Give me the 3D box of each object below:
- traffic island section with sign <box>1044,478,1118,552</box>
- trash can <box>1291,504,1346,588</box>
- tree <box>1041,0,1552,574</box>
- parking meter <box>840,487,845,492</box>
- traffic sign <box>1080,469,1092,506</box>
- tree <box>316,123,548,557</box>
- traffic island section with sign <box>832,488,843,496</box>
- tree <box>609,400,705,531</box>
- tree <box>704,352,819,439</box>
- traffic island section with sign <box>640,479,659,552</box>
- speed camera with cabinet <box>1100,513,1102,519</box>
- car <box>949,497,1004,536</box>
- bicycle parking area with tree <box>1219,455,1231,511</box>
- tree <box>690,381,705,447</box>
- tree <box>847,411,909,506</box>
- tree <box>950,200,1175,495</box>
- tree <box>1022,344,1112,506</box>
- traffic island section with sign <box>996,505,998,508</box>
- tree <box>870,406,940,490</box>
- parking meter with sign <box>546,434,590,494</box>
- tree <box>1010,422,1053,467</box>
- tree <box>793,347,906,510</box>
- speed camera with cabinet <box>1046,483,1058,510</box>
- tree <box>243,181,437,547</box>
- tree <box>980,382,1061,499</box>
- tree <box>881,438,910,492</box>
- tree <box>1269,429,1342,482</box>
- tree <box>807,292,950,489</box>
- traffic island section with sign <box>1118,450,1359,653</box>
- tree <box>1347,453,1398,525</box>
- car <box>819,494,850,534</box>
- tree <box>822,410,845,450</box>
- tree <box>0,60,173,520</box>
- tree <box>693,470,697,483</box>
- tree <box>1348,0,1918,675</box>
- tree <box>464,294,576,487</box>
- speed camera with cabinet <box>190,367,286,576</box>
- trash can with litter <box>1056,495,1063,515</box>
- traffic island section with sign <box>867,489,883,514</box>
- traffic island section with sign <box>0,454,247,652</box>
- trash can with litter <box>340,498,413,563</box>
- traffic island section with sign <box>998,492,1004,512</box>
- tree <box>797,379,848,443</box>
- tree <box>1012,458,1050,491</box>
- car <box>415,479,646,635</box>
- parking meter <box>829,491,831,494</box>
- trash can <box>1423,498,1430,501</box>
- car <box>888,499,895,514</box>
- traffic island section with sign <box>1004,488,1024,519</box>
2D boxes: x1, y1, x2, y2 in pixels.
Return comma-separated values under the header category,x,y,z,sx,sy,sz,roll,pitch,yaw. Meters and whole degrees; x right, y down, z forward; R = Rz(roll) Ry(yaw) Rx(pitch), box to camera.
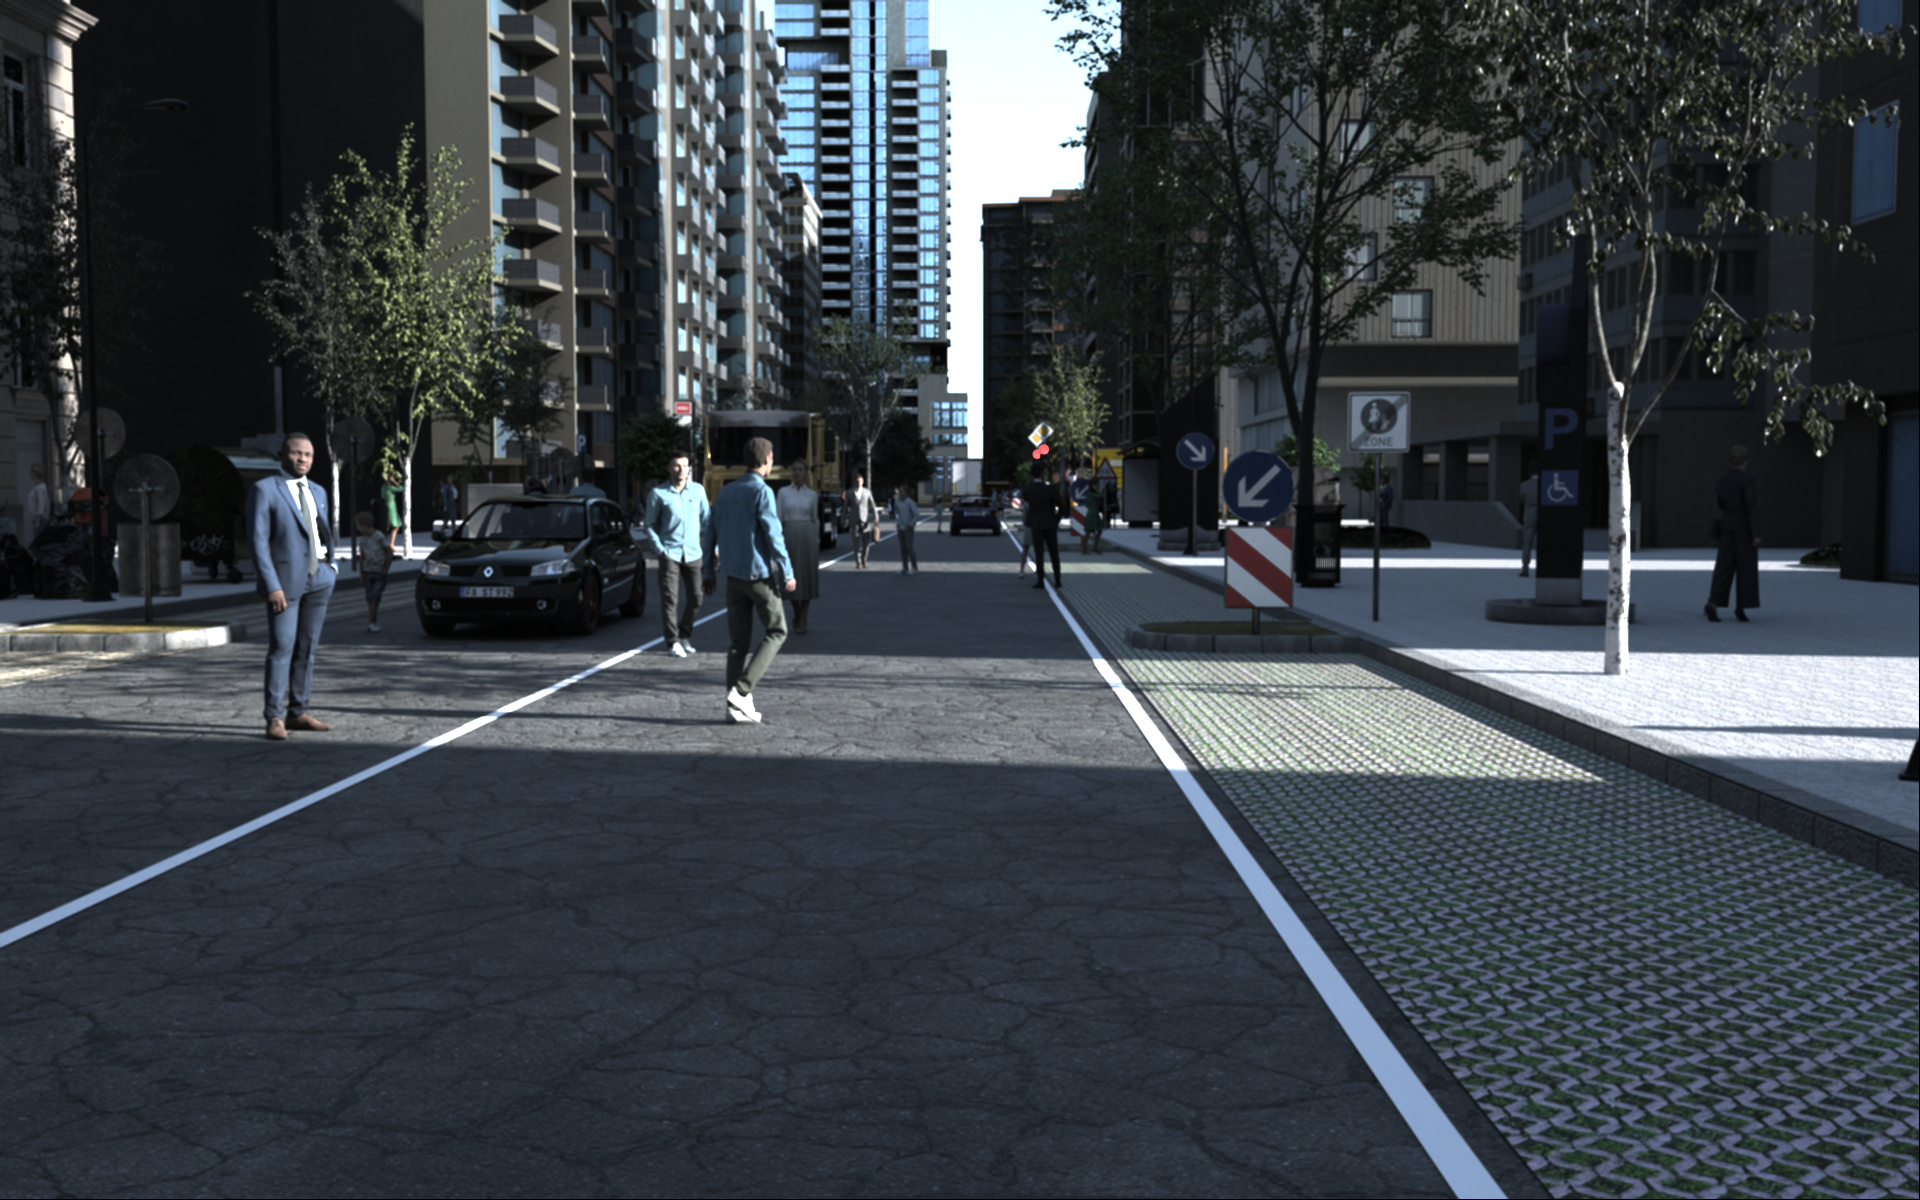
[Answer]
category,x,y,z,sx,sy,sz,roll,pitch,yaw
traffic island section with sign,2.930,-2.126,43.387,1.989,1.847,2.006,0,4,1
trash can,4.936,-0.747,23.862,0.748,1.137,0.748,0,3,0
tree,5.511,-6.262,28.146,9.928,11.665,9.643,0,3,0
parking meter,-9.229,-7.969,136.004,0.399,1.863,0.255,2,4,27
traffic sign,6.365,-5.384,88.139,0.768,2.556,0.104,0,4,4
tree,-11.209,-5.206,35.474,4.737,8.622,4.395,0,3,0
traffic island section with sign,-6.981,-5.559,99.523,1.989,1.847,2.006,0,4,1
tree,-10.546,-4.698,60.527,4.285,4.588,4.351,0,3,0
tree,-10.440,-8.603,91.015,4.360,8.622,3.978,0,3,0
traffic island section with sign,-7.686,-2.135,43.530,1.989,1.847,2.006,0,4,1
speed camera with cabinet,6.181,-5.127,78.163,0.660,3.252,2.038,0,4,-3
car,0.568,-2.948,60.779,1.945,1.354,3.894,0,4,2
bicycle parking area with tree,22.155,-8.531,126.476,8.231,4.147,9.016,2,4,26
tree,-14.405,-9.410,104.208,4.360,8.622,3.978,0,3,0
tree,-9.381,-15.843,193.443,8.767,10.594,7.601,3,5,42
tree,7.637,-15.480,108.987,12.611,20.169,13.585,0,3,0
tree,5.493,-8.173,83.994,4.737,8.622,4.395,0,3,0
traffic island section with sign,4.617,-10.310,177.191,1.989,1.847,2.006,0,4,1
tree,-7.635,-18.904,226.093,9.611,12.733,9.660,0,3,0
parking meter with sign,-11.524,-3.272,49.759,0.543,3.016,1.738,3,5,44
tree,7.125,-13.412,169.644,4.360,8.622,3.978,0,3,0
tree,-9.646,-14.262,143.553,12.009,13.543,11.850,0,3,0
speed camera with cabinet,6.797,-8.392,131.539,0.660,3.252,2.038,-3,4,-36
tree,-14.926,-5.599,41.905,4.360,8.622,3.978,0,3,0
tree,7.221,-17.673,195.606,9.857,13.997,8.962,0,3,0
tree,-8.248,-15.880,210.003,4.360,8.622,3.978,0,3,0
tree,15.327,-5.758,77.857,4.285,4.588,4.351,0,3,0
tree,-7.265,-18.676,161.243,12.611,20.169,13.585,0,3,0
traffic island section with sign,2.599,-0.477,16.434,1.989,1.847,2.006,0,4,1
tree,15.102,-4.233,63.814,1.663,3.219,1.824,0,3,0
car,-5.039,-3.326,64.161,2.009,1.686,4.222,0,4,1
tree,-10.199,-10.304,118.834,4.360,8.622,3.978,0,3,0
tree,-15.168,-4.806,28.939,4.360,8.622,3.978,0,3,0
tree,-15.956,-6.971,108.580,1.663,3.219,1.824,0,3,0
tree,4.628,-3.761,11.850,4.360,8.622,3.978,0,3,0
tree,-15.858,-6.905,63.252,4.360,8.622,3.978,0,3,0
speed camera with cabinet,-11.289,-2.011,27.219,2.038,3.252,0.660,2,4,32
trash can with litter,6.243,-5.858,106.829,1.678,1.210,2.233,-1,4,-9
traffic island section with sign,-6.625,-7.208,126.476,1.989,1.847,2.006,0,4,1
traffic island section with sign,-8.028,-0.486,16.577,1.989,1.847,2.006,0,4,1
trash can with litter,-11.394,-1.359,33.272,1.678,1.210,2.233,0,4,3
traffic island section with sign,3.981,-7.203,126.400,1.989,1.847,2.006,0,4,1
tree,-9.183,-9.806,110.683,4.737,8.622,4.395,0,3,0
tree,6.431,-10.564,156.427,4.285,4.588,4.351,0,3,0
car,-4.576,-0.554,18.849,2.009,1.686,4.222,0,4,1
parking meter,-10.887,-8.242,143.173,0.372,1.533,0.369,0,3,0
trash can,17.354,-3.279,65.262,0.748,1.137,0.748,0,3,0
car,-4.246,-7.001,124.059,1.945,1.707,3.694,0,4,-1
traffic island section with sign,3.645,-5.537,99.163,1.989,1.847,2.006,0,4,1
